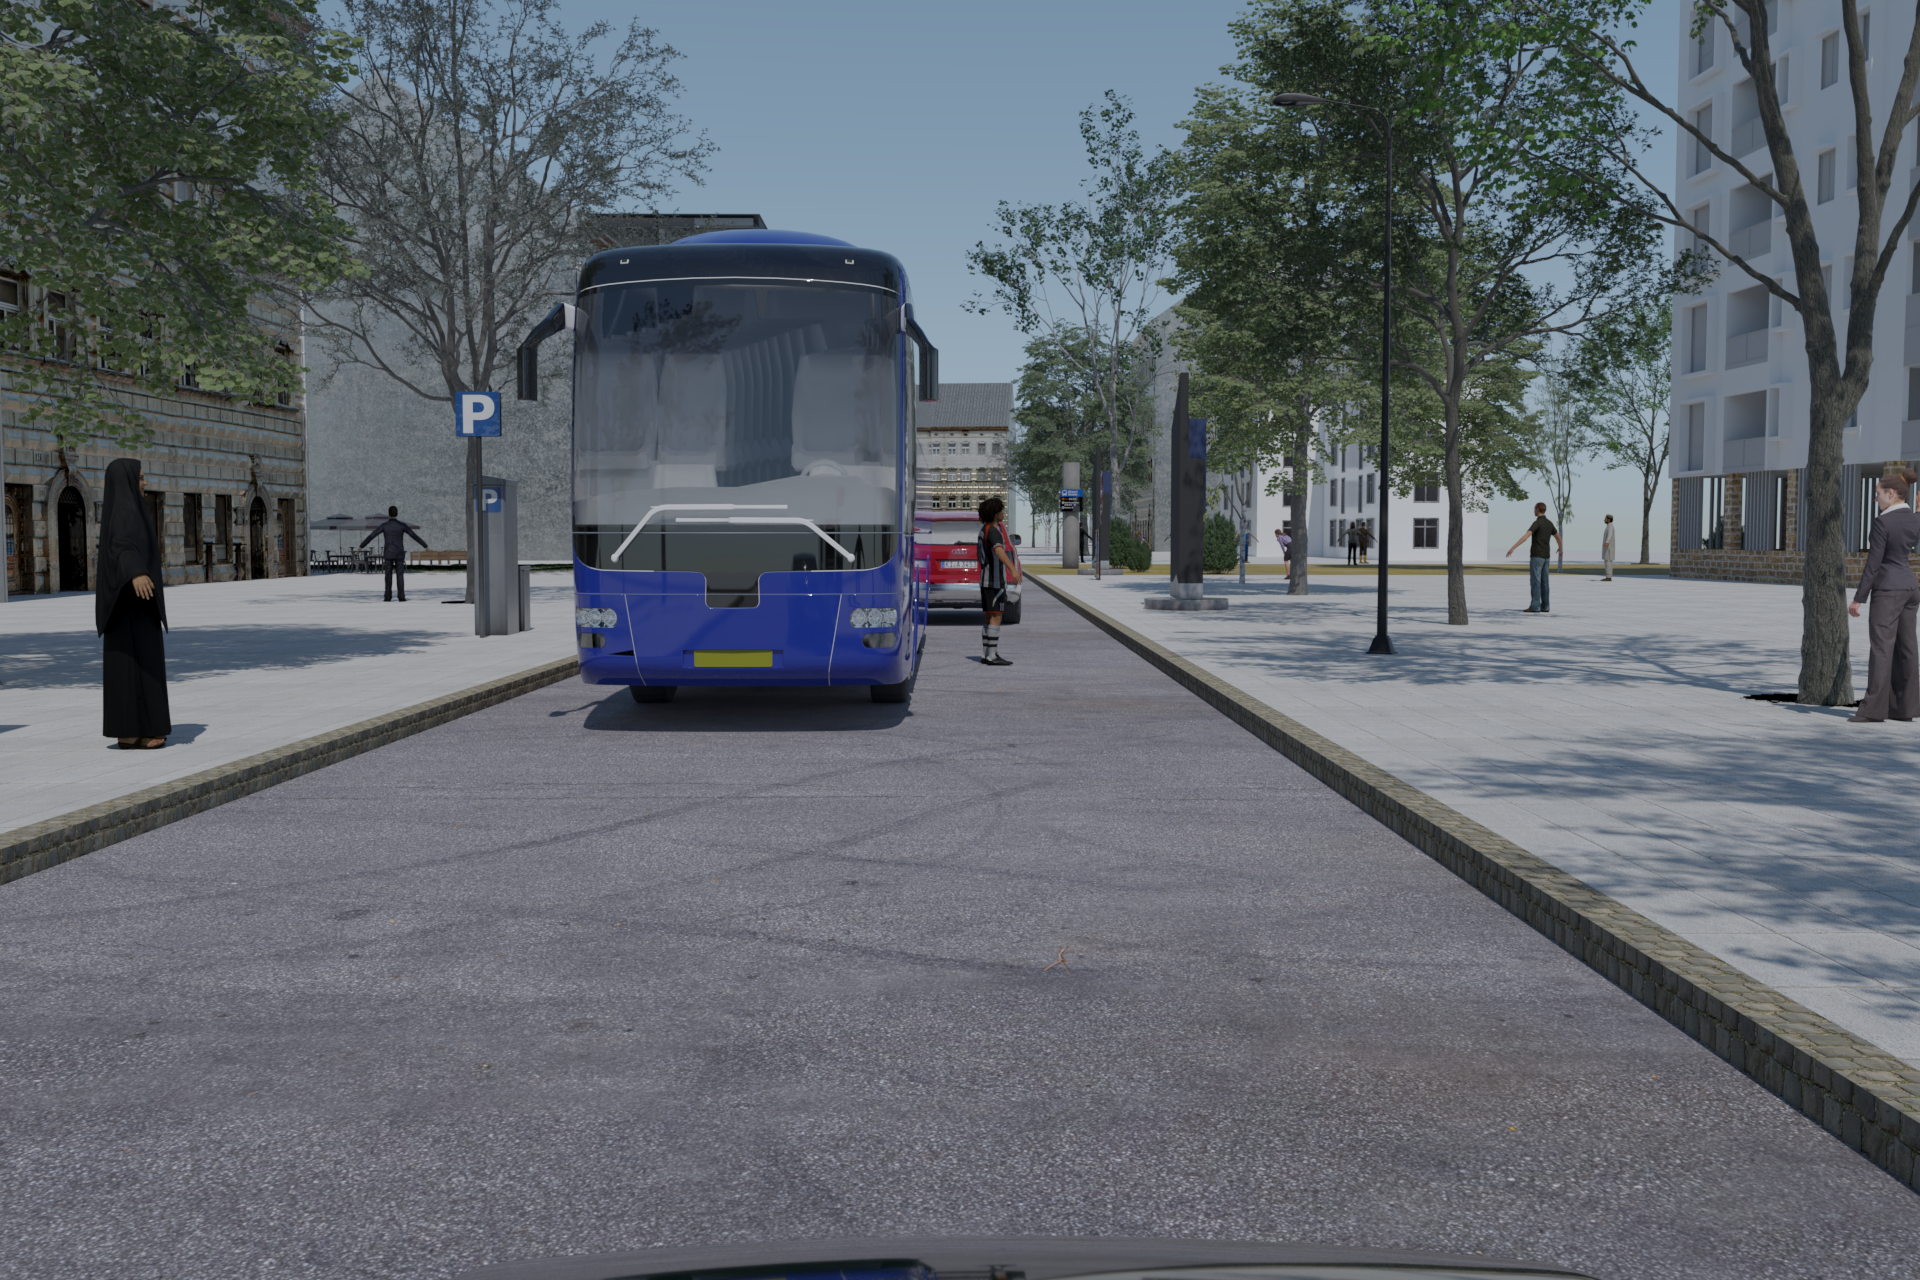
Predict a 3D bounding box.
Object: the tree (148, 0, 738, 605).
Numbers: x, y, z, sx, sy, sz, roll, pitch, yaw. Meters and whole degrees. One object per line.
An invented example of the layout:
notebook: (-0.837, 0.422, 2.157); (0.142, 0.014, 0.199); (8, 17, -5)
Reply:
tree: (-9.029, -7.423, 31.735); (12.009, 13.543, 11.850); (0, 3, 0)

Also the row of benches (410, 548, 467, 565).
row of benches: (-21.432, -3.555, 73.588); (1.422, 0.672, 4.104); (3, 4, 37)

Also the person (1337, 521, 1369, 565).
person: (16.167, -3.987, 71.321); (1.348, 1.813, 0.705); (0, 3, 0)

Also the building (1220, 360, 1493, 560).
building: (21.191, -9.512, 97.663); (9.099, 9.664, 28.070); (0, 3, 0)

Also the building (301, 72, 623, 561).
building: (-27.481, -15.952, 91.750); (19.493, 23.208, 18.063); (0, 4, 0)

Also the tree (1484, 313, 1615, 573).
tree: (19.971, -6.506, 56.731); (4.360, 8.622, 3.978); (0, 3, 0)

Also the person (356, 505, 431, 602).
person: (-10.735, -1.639, 32.845); (1.345, 1.823, 0.704); (-1, 4, -18)

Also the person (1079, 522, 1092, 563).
person: (5.356, -4.320, 76.825); (1.347, 1.806, 0.705); (3, 4, 39)

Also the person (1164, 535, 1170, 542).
person: (10.944, -4.971, 87.053); (1.354, 1.856, 0.705); (-1, 4, -10)

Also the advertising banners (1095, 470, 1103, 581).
advertising banners: (3.871, -3.183, 48.223); (0.090, 3.025, 2.074); (0, 4, 0)

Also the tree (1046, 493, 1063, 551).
tree: (6.920, -10.974, 129.793); (4.737, 8.622, 4.395); (0, 3, 0)

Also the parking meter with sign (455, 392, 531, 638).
parking meter with sign: (-5.911, -1.583, 22.135); (0.543, 3.016, 1.738); (0, 4, -1)

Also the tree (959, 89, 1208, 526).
tree: (6.045, -13.513, 76.831); (12.611, 20.169, 13.585); (0, 3, 0)

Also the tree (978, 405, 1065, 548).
tree: (6.831, -15.236, 159.479); (12.009, 13.543, 11.850); (0, 3, 0)

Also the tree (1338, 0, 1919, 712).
tree: (6.622, -5.330, 12.897); (9.928, 11.665, 9.643); (0, 3, 0)

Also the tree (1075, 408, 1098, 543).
tree: (19.482, -24.013, 248.505); (12.611, 20.169, 13.585); (0, 3, 0)

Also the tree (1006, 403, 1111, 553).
tree: (6.861, -11.183, 117.256); (8.767, 10.594, 7.601); (3, 5, 41)

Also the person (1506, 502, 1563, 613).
person: (9.455, -1.351, 28.310); (1.348, 1.803, 0.705); (-2, 4, -33)

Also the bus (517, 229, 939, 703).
bus: (-1.622, -1.614, 17.943); (2.896, 3.916, 12.251); (0, 4, 0)

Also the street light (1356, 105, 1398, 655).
street light: (5.071, -2.805, 18.404); (1.470, 5.913, 1.316); (0, 4, 0)

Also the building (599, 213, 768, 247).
building: (-23.551, -17.306, 126.925); (27.936, 21.610, 32.646); (0, 4, -1)

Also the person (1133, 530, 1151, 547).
person: (6.943, -3.544, 67.217); (0.991, 1.433, 0.599); (2, 4, 30)

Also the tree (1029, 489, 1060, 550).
tree: (7.043, -11.547, 139.149); (4.360, 8.622, 3.978); (0, 3, 0)

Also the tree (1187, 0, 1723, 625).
tree: (6.707, -5.493, 24.219); (7.601, 10.594, 8.767); (0, 4, 3)

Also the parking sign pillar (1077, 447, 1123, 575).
parking sign pillar: (4.406, -4.022, 54.235); (1.447, 3.967, 1.447); (0, 4, -1)

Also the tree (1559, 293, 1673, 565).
tree: (29.085, -8.990, 72.750); (9.928, 11.665, 9.643); (0, 3, 0)

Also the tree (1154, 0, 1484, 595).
tree: (7.442, -7.227, 36.284); (7.486, 12.596, 7.792); (0, 3, 0)

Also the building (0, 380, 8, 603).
building: (-26.136, -9.151, 16.084); (16.747, 18.905, 31.486); (0, 4, 0)

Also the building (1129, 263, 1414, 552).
building: (23.246, -18.484, 133.143); (19.493, 23.208, 18.063); (0, 4, 0)

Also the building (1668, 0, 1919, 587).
building: (26.091, -11.786, 49.114); (16.016, 20.090, 11.380); (0, 4, 0)

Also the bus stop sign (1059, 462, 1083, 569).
bus stop sign: (4.084, -4.571, 63.751); (0.837, 3.901, 0.837); (0, 3, 0)

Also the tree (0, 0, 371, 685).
tree: (-8.718, -5.863, 13.980); (7.486, 12.596, 7.792); (0, 3, 0)

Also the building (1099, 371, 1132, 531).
building: (24.870, -21.717, 185.996); (19.493, 23.208, 18.063); (0, 3, 0)

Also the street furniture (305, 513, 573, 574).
street furniture: (-22.302, -3.499, 62.244); (27.439, 1.986, 14.083); (1, 4, 9)

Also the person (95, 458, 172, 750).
person: (-4.899, -0.222, 10.420); (0.721, 1.737, 1.214); (-1, 4, -22)

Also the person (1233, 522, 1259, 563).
person: (12.525, -4.295, 76.087); (1.347, 1.847, 0.705); (-2, 4, -27)

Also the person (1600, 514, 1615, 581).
person: (17.598, -2.507, 47.079); (0.704, 1.819, 1.344); (1, 4, 18)

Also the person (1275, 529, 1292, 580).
person: (9.166, -2.416, 48.770); (0.697, 1.427, 0.421); (3, 5, 40)

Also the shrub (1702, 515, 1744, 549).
shrub: (27.791, -3.593, 62.786); (1.661, 2.075, 1.752); (0, 3, 0)

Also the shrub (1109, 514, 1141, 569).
shrub: (5.791, -3.626, 63.712); (1.690, 2.028, 1.600); (0, 3, 0)

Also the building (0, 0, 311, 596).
building: (-28.794, -12.943, 42.542); (19.493, 23.208, 18.063); (0, 4, -1)

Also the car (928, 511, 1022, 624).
car: (-0.066, -1.256, 29.208); (2.281, 1.827, 5.304); (0, 4, -1)

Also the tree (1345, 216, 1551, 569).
tree: (17.724, -8.843, 62.707); (7.486, 12.596, 7.792); (0, 3, 0)

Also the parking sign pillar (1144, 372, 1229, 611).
parking sign pillar: (3.879, -2.515, 29.596); (1.447, 3.967, 1.447); (0, 4, 0)

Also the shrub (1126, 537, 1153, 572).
shrub: (5.998, -2.863, 57.935); (1.383, 1.207, 1.383); (0, 3, 0)

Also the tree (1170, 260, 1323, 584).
tree: (7.304, -5.765, 44.620); (4.737, 8.622, 4.395); (0, 3, 0)

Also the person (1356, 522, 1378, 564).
person: (17.510, -4.218, 75.104); (0.704, 1.812, 1.346); (-3, 4, -38)

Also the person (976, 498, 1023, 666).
person: (0.387, -0.632, 18.942); (0.704, 1.843, 1.345); (-1, 4, -14)

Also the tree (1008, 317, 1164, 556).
tree: (7.131, -11.841, 100.261); (9.857, 13.997, 8.962); (0, 3, 0)

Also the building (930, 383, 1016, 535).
building: (-1.426, -25.519, 250.618); (18.063, 23.208, 19.493); (0, 4, 5)

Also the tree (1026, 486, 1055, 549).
tree: (7.254, -12.032, 147.088); (4.360, 8.622, 3.978); (0, 3, 0)

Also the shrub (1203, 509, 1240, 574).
shrub: (8.206, -3.135, 55.291); (1.661, 2.075, 1.752); (0, 3, 0)

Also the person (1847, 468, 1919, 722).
person: (6.417, -0.313, 11.955); (0.445, 1.727, 0.742); (2, 4, 33)
